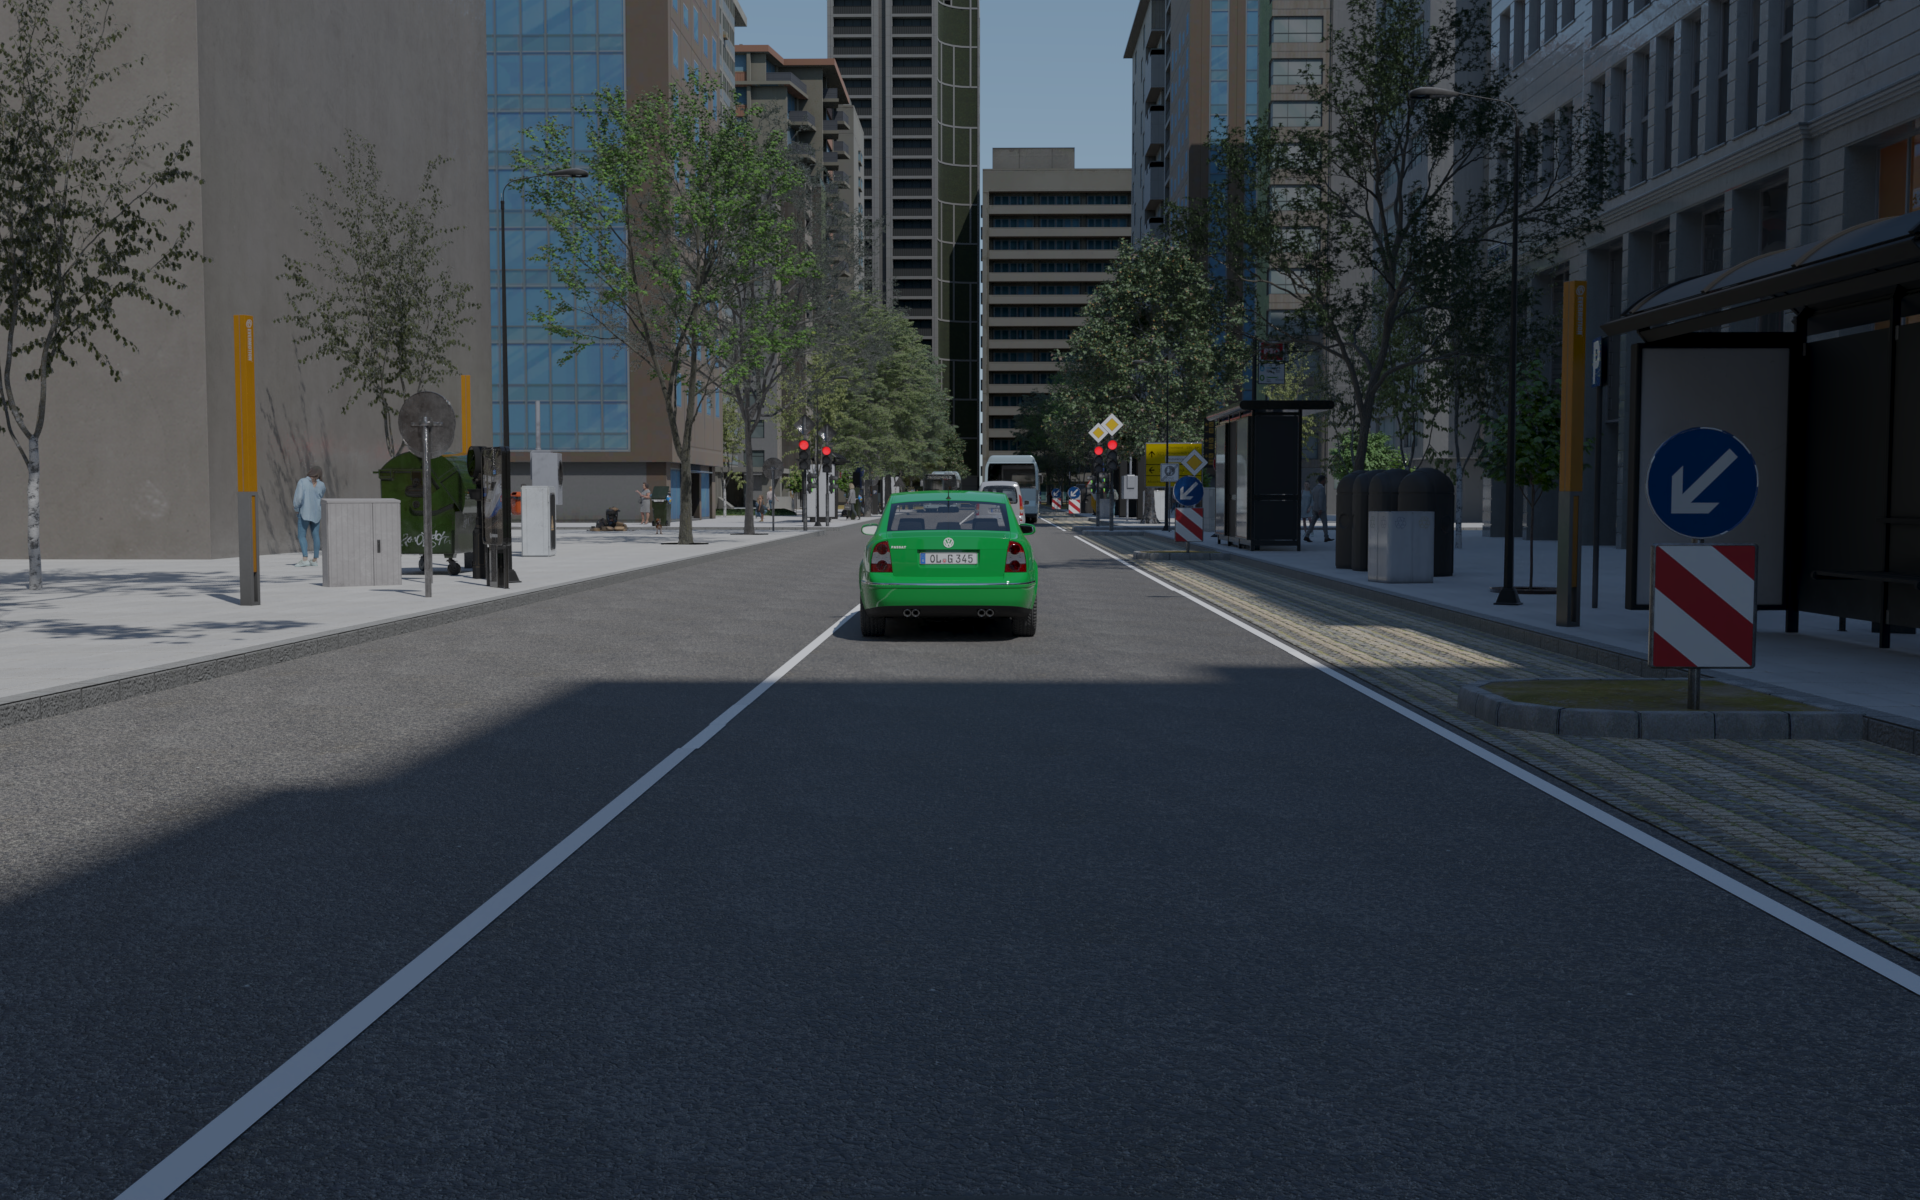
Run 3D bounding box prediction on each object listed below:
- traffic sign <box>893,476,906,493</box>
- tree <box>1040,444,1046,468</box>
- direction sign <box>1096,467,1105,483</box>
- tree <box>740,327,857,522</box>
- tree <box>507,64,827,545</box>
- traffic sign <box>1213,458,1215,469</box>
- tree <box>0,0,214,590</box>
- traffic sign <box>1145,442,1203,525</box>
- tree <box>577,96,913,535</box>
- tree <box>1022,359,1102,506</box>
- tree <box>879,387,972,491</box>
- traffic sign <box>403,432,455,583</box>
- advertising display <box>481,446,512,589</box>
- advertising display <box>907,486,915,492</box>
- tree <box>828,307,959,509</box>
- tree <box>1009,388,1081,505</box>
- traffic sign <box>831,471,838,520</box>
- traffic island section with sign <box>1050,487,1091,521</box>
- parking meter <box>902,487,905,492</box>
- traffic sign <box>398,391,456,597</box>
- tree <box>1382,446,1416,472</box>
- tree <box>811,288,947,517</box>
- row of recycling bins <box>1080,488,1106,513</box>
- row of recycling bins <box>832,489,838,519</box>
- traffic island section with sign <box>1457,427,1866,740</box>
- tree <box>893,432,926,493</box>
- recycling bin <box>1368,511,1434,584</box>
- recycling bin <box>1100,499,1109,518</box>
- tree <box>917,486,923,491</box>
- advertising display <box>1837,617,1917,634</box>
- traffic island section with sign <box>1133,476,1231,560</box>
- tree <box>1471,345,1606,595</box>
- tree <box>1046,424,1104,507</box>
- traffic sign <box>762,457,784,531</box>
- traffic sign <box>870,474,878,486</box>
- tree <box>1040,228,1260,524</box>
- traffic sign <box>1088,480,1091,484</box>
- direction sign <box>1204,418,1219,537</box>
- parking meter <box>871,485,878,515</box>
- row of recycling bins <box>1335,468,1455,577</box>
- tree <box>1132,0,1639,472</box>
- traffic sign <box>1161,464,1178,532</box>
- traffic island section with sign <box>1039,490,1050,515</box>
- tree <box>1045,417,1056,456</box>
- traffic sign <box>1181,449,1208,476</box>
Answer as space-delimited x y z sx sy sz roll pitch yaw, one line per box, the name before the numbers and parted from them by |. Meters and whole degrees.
traffic sign | -4.380 -7.661 125.261 0.884 2.594 0.081 0 4 5
tree | 9.816 -13.304 167.887 4.360 8.622 3.978 0 3 0
direction sign | 9.475 -7.758 118.838 0.876 3.537 0.379 1 4 12
tree | -6.260 -7.559 73.960 4.737 8.622 4.395 0 3 0
tree | -7.065 -7.200 43.483 9.928 11.665 9.643 0 3 0
traffic sign | 7.748 -3.077 50.416 0.768 2.556 0.104 0 4 7
tree | -12.390 -4.455 23.200 4.360 8.622 3.978 0 3 0
traffic sign | 8.421 -4.550 68.271 2.265 3.308 0.079 1 4 8
tree | -6.573 -8.781 53.945 12.009 13.543 11.850 0 3 0
tree | 9.858 -12.300 126.864 9.928 11.665 9.643 0 3 0
tree | -4.134 -17.060 195.940 9.611 12.733 9.660 0 3 0
traffic sign | -7.610 -1.509 24.784 0.768 2.556 0.104 0 4 3
advertising display | -6.360 -1.134 23.761 0.123 1.923 0.974 -2 4 -31
advertising display | -3.998 -8.345 141.654 0.123 1.923 0.974 2 4 34
tree | -4.775 -12.873 117.137 9.857 13.997 8.962 0 3 0
tree | 10.730 -18.361 206.855 9.857 13.997 8.962 0 3 0
traffic sign | -6.298 -5.149 84.295 0.768 2.556 0.104 0 4 5
traffic island section with sign | 5.992 -5.159 92.983 1.989 1.847 2.006 0 4 1
parking meter | -4.662 -8.404 143.117 0.255 1.863 0.399 0 4 -1
traffic sign | -6.606 -1.305 21.448 0.768 2.556 0.104 1 4 11
tree | 17.410 -4.562 69.194 1.663 3.219 1.824 0 3 0
tree | -4.950 -10.886 96.111 7.486 12.596 7.792 0 3 0
row of recycling bins | 9.213 -6.695 116.579 1.069 1.692 3.534 3 4 37
row of recycling bins | -6.804 -5.057 89.802 1.069 1.692 3.534 0 4 -7
traffic island section with sign | 4.289 -0.145 11.003 1.989 1.847 2.006 0 4 1
tree | -4.520 -10.861 127.932 4.360 8.622 3.978 0 3 0
recycling bin | 6.405 -0.771 25.166 0.722 1.027 0.722 -1 4 -12
recycling bin | 7.660 -4.820 91.366 0.722 1.027 0.722 1 4 10
tree | -3.838 -16.062 212.977 4.737 8.622 4.395 0 3 0
advertising display | 8.615 -0.655 15.917 0.974 1.923 0.123 2 4 33
traffic island section with sign | 4.843 -1.805 38.136 1.989 1.847 2.006 0 4 1
tree | 7.589 -1.709 22.547 1.663 3.219 1.824 0 3 0
tree | 9.744 -11.400 136.750 4.360 8.622 3.978 0 3 0
traffic sign | -6.495 -3.676 60.200 0.768 2.556 0.104 0 4 6
traffic sign | -5.534 -6.679 109.303 0.768 2.556 0.104 0 4 5
tree | 8.261 -9.656 74.880 9.611 12.733 9.660 0 3 0
traffic sign | 9.235 -7.385 120.753 0.884 2.594 0.081 1 4 11
direction sign | 7.647 -3.636 51.439 0.876 3.537 0.379 2 4 30
parking meter | -5.269 -6.198 107.053 0.399 1.863 0.255 0 4 -2
row of recycling bins | 7.069 -1.304 28.441 1.069 1.692 3.534 0 4 -8
tree | 7.196 -5.896 30.816 8.767 10.594 7.601 -1 4 -17
traffic sign | 7.037 -3.427 58.166 0.606 2.300 0.079 0 4 4
traffic island section with sign | 6.547 -6.813 120.015 1.989 1.847 2.006 0 4 1
tree | 9.042 -10.948 113.418 7.601 10.594 8.767 0 4 1
traffic sign | 6.836 -3.099 50.394 0.795 2.593 0.064 1 4 8
